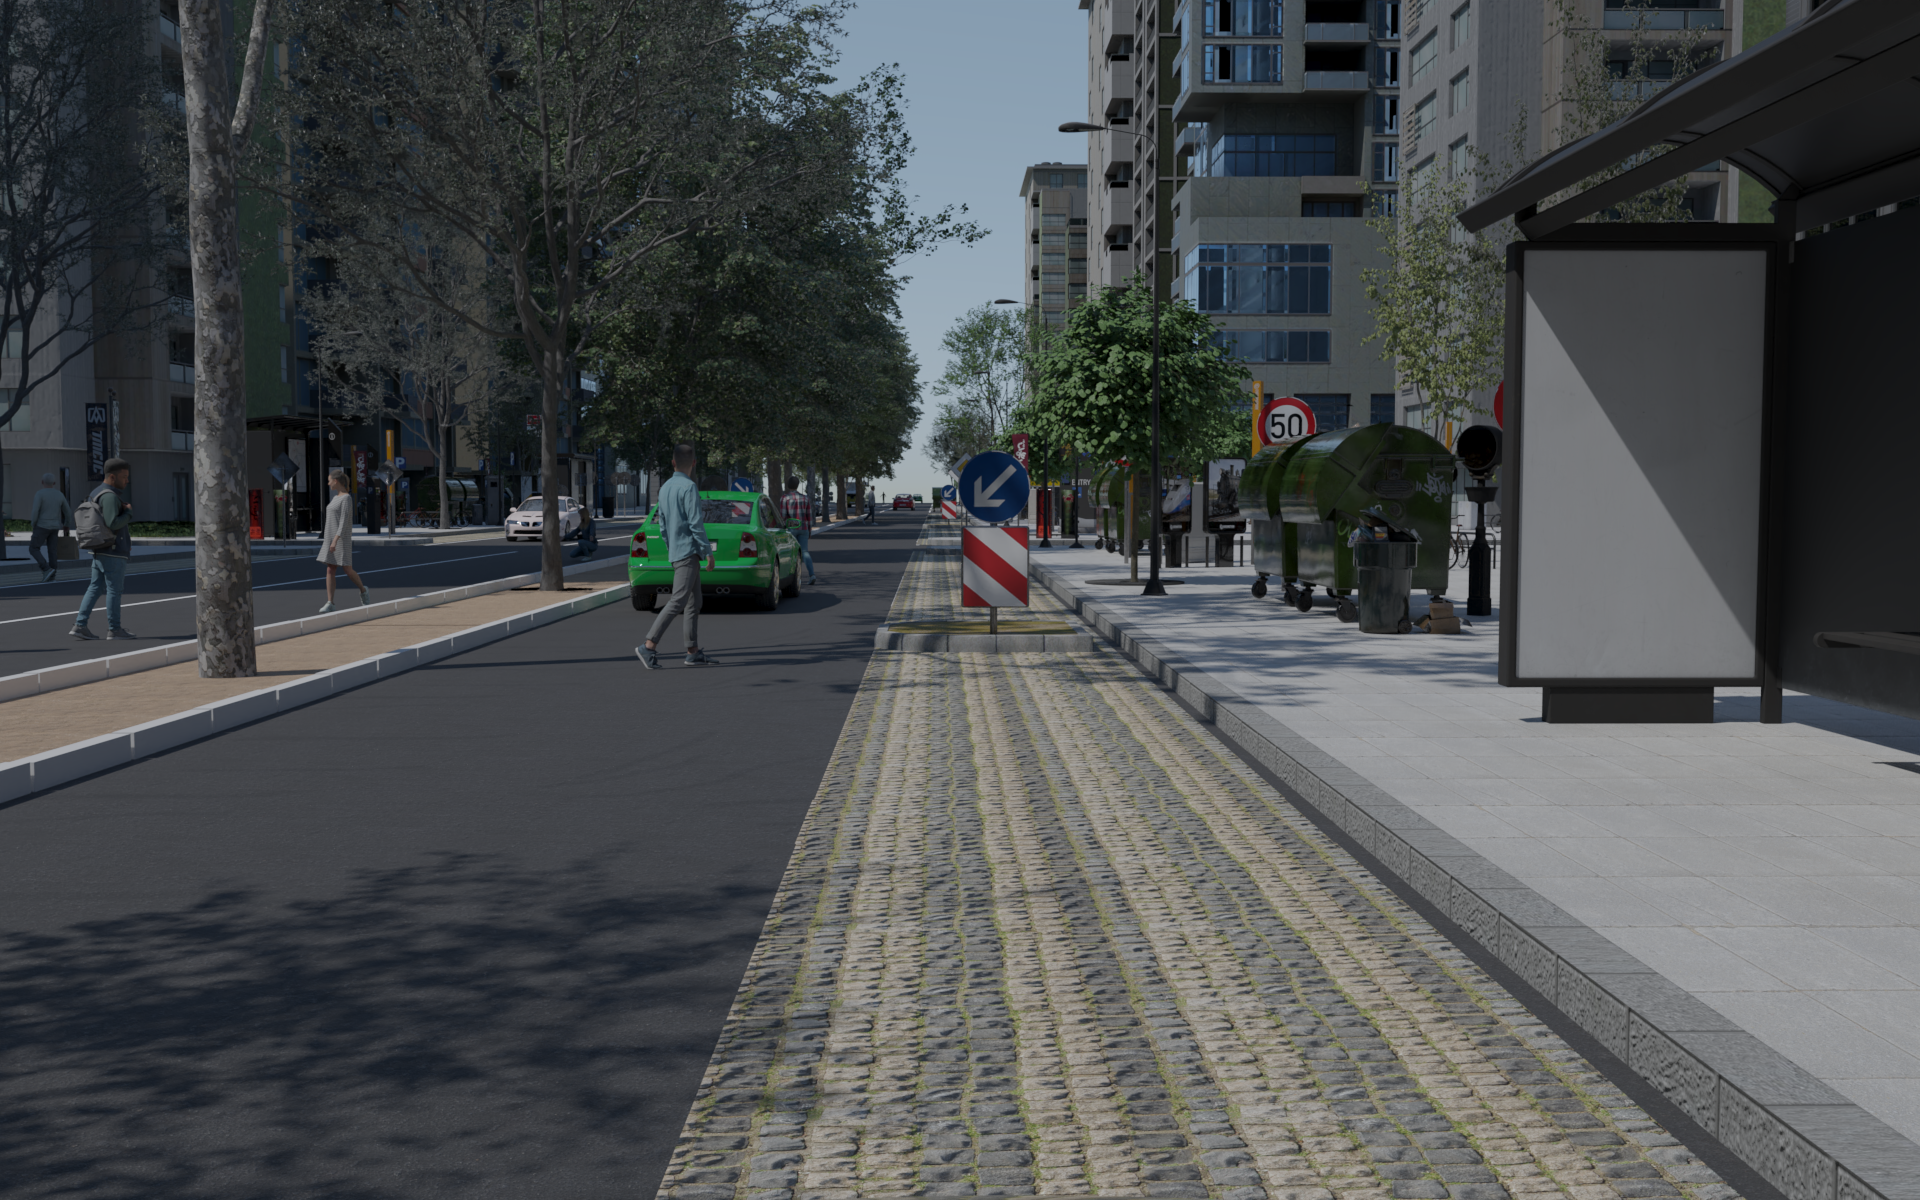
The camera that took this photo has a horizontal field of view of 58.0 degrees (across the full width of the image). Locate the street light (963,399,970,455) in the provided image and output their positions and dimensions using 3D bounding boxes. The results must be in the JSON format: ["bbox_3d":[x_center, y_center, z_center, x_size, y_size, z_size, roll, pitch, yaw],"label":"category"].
[{"bbox_3d":[1.004,-6.874,84.925,1.470,5.913,1.316,0,4,-1],"label":"street light"}]

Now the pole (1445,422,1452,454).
[{"bbox_3d":[13.793,-3.370,48.950,0.158,3.312,0.155,0,3,0],"label":"pole"}]

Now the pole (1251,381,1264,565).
[{"bbox_3d":[5.381,-2.293,31.340,0.158,3.312,0.155,0,3,0],"label":"pole"}]

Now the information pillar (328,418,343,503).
[{"bbox_3d":[-19.275,-3.801,53.495,0.504,3.616,0.183,1,4,21],"label":"information pillar"}]

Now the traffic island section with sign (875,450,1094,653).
[{"bbox_3d":[0.195,-0.481,16.498,1.989,1.847,2.006,0,4,-1],"label":"traffic island section with sign"}]

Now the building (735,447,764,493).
[{"bbox_3d":[-39.017,-36.166,274.902,14.154,41.232,14.086,0,4,-1],"label":"building"}]

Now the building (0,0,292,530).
[{"bbox_3d":[-35.313,-23.370,65.691,14.154,41.232,14.086,0,4,-1],"label":"building"}]

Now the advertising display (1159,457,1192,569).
[{"bbox_3d":[3.718,-1.522,30.106,0.123,1.923,0.974,3,5,41],"label":"advertising display"}]

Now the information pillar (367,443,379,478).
[{"bbox_3d":[-26.710,-5.348,78.787,0.504,3.616,0.183,-2,4,-25],"label":"information pillar"}]

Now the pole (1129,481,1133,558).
[{"bbox_3d":[3.432,-2.503,34.775,0.158,3.312,0.155,0,3,0],"label":"pole"}]

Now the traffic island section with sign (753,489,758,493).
[{"bbox_3d":[-17.690,-8.602,149.273,1.989,1.847,2.006,0,4,-1],"label":"traffic island section with sign"}]

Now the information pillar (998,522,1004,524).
[{"bbox_3d":[1.681,-4.281,74.489,0.304,2.012,0.304,-3,4,-36],"label":"information pillar"}]

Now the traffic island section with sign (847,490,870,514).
[{"bbox_3d":[-7.167,-7.113,124.432,2.006,1.907,1.989,0,4,-1],"label":"traffic island section with sign"}]

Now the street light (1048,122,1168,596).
[{"bbox_3d":[1.925,-3.012,21.792,1.470,5.913,1.316,0,4,-1],"label":"street light"}]

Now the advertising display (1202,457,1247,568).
[{"bbox_3d":[4.638,-1.536,30.333,0.974,1.923,0.123,-3,4,-37],"label":"advertising display"}]

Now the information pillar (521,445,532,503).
[{"bbox_3d":[-20.599,-5.557,82.219,0.504,3.616,0.183,-2,4,-25],"label":"information pillar"}]

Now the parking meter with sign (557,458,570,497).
[{"bbox_3d":[-19.581,-5.302,82.945,1.738,3.016,0.543,-1,4,-10],"label":"parking meter with sign"}]

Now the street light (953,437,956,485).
[{"bbox_3d":[0.450,-9.260,123.940,1.470,5.913,1.316,0,4,-1],"label":"street light"}]

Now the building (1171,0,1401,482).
[{"bbox_3d":[21.231,-48.337,102.979,22.319,86.520,31.000,0,4,-1],"label":"building"}]

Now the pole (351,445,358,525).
[{"bbox_3d":[-25.348,-4.810,72.480,0.158,3.312,0.155,0,3,0],"label":"pole"}]

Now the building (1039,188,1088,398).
[{"bbox_3d":[17.613,-33.654,233.830,14.154,41.232,14.086,0,4,-1],"label":"building"}]

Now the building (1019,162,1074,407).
[{"bbox_3d":[24.151,-41.655,270.302,28.713,52.752,27.495,0,4,-1],"label":"building"}]

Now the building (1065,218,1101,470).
[{"bbox_3d":[17.949,-25.159,183.047,14.160,30.474,14.107,0,4,-1],"label":"building"}]

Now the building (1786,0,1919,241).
[{"bbox_3d":[20.910,-13.727,17.939,14.314,27.812,24.014,0,4,-1],"label":"building"}]

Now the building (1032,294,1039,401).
[{"bbox_3d":[17.228,-29.231,249.632,14.160,30.474,14.107,0,4,-1],"label":"building"}]

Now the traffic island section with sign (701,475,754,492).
[{"bbox_3d":[-6.032,-2.065,41.894,2.006,1.907,1.989,0,4,-1],"label":"traffic island section with sign"}]

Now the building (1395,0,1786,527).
[{"bbox_3d":[26.131,-23.548,68.601,14.086,41.232,14.154,0,4,-1],"label":"building"}]

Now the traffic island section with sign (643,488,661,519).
[{"bbox_3d":[-17.012,-5.533,99.087,1.989,1.847,2.006,0,4,-1],"label":"traffic island section with sign"}]

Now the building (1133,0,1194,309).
[{"bbox_3d":[22.850,-42.706,136.490,20.563,71.187,20.611,0,4,-1],"label":"building"}]

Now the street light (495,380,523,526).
[{"bbox_3d":[-17.990,-5.938,69.633,1.470,5.913,1.316,0,4,-1],"label":"street light"}]

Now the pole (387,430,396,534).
[{"bbox_3d":[-18.208,-3.766,55.416,0.158,3.312,0.155,0,3,0],"label":"pole"}]

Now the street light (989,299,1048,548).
[{"bbox_3d":[1.512,-4.211,41.391,1.470,5.913,1.316,0,4,-1],"label":"street light"}]

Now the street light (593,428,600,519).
[{"bbox_3d":[-18.384,-7.182,89.963,1.470,5.913,1.316,0,4,-1],"label":"street light"}]

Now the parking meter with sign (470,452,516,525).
[{"bbox_3d":[-19.208,-4.593,71.360,1.738,3.016,0.543,-2,4,-30],"label":"parking meter with sign"}]

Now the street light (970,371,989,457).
[{"bbox_3d":[1.228,-5.680,65.416,1.470,5.913,1.316,0,4,-1],"label":"street light"}]

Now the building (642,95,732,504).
[{"bbox_3d":[-42.978,-42.215,232.211,21.231,58.520,28.212,0,4,-1],"label":"building"}]

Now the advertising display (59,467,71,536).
[{"bbox_3d":[-21.195,-2.192,41.047,0.123,1.923,0.974,-1,4,-22],"label":"advertising display"}]

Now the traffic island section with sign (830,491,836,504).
[{"bbox_3d":[-19.204,-15.316,259.047,1.989,1.847,2.006,0,4,-1],"label":"traffic island section with sign"}]

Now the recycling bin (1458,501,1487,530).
[{"bbox_3d":[18.235,-3.002,61.644,0.722,1.027,0.722,-1,4,-20],"label":"recycling bin"}]

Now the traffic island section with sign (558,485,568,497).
[{"bbox_3d":[-16.636,-3.869,71.885,1.989,1.847,2.006,0,4,-1],"label":"traffic island section with sign"}]

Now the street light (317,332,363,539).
[{"bbox_3d":[-17.758,-4.715,49.634,1.470,5.913,1.316,0,4,-1],"label":"street light"}]

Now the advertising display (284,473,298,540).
[{"bbox_3d":[-18.957,-2.681,49.054,0.123,1.923,0.974,-2,4,-35],"label":"advertising display"}]

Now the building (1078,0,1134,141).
[{"bbox_3d":[26.348,-34.977,161.111,28.713,52.752,27.495,0,4,-1],"label":"building"}]

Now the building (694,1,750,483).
[{"bbox_3d":[-42.010,-50.028,256.205,20.563,71.187,20.611,0,4,-1],"label":"building"}]

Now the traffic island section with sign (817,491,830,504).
[{"bbox_3d":[-18.836,-13.668,232.094,1.989,1.847,2.006,0,4,-1],"label":"traffic island section with sign"}]

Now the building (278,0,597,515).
[{"bbox_3d":[-41.771,-29.590,138.418,22.147,44.769,28.867,0,4,-1],"label":"building"}]

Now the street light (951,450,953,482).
[{"bbox_3d":[0.252,-10.293,140.825,1.470,5.913,1.316,0,4,-1],"label":"street light"}]

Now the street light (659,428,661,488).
[{"bbox_3d":[-18.578,-8.433,110.425,1.470,5.913,1.316,0,4,-1],"label":"street light"}]

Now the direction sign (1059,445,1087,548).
[{"bbox_3d":[2.773,-3.002,41.078,0.876,3.537,0.379,1,4,20],"label":"direction sign"}]

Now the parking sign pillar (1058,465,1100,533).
[{"bbox_3d":[3.946,-4.195,57.055,1.447,3.967,1.447,2,4,32],"label":"parking sign pillar"}]

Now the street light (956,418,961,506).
[{"bbox_3d":[0.643,-8.067,104.431,1.470,5.913,1.316,0,4,-1],"label":"street light"}]

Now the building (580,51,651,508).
[{"bbox_3d":[-42.015,-52.254,167.021,22.319,86.520,31.000,0,4,-1],"label":"building"}]
